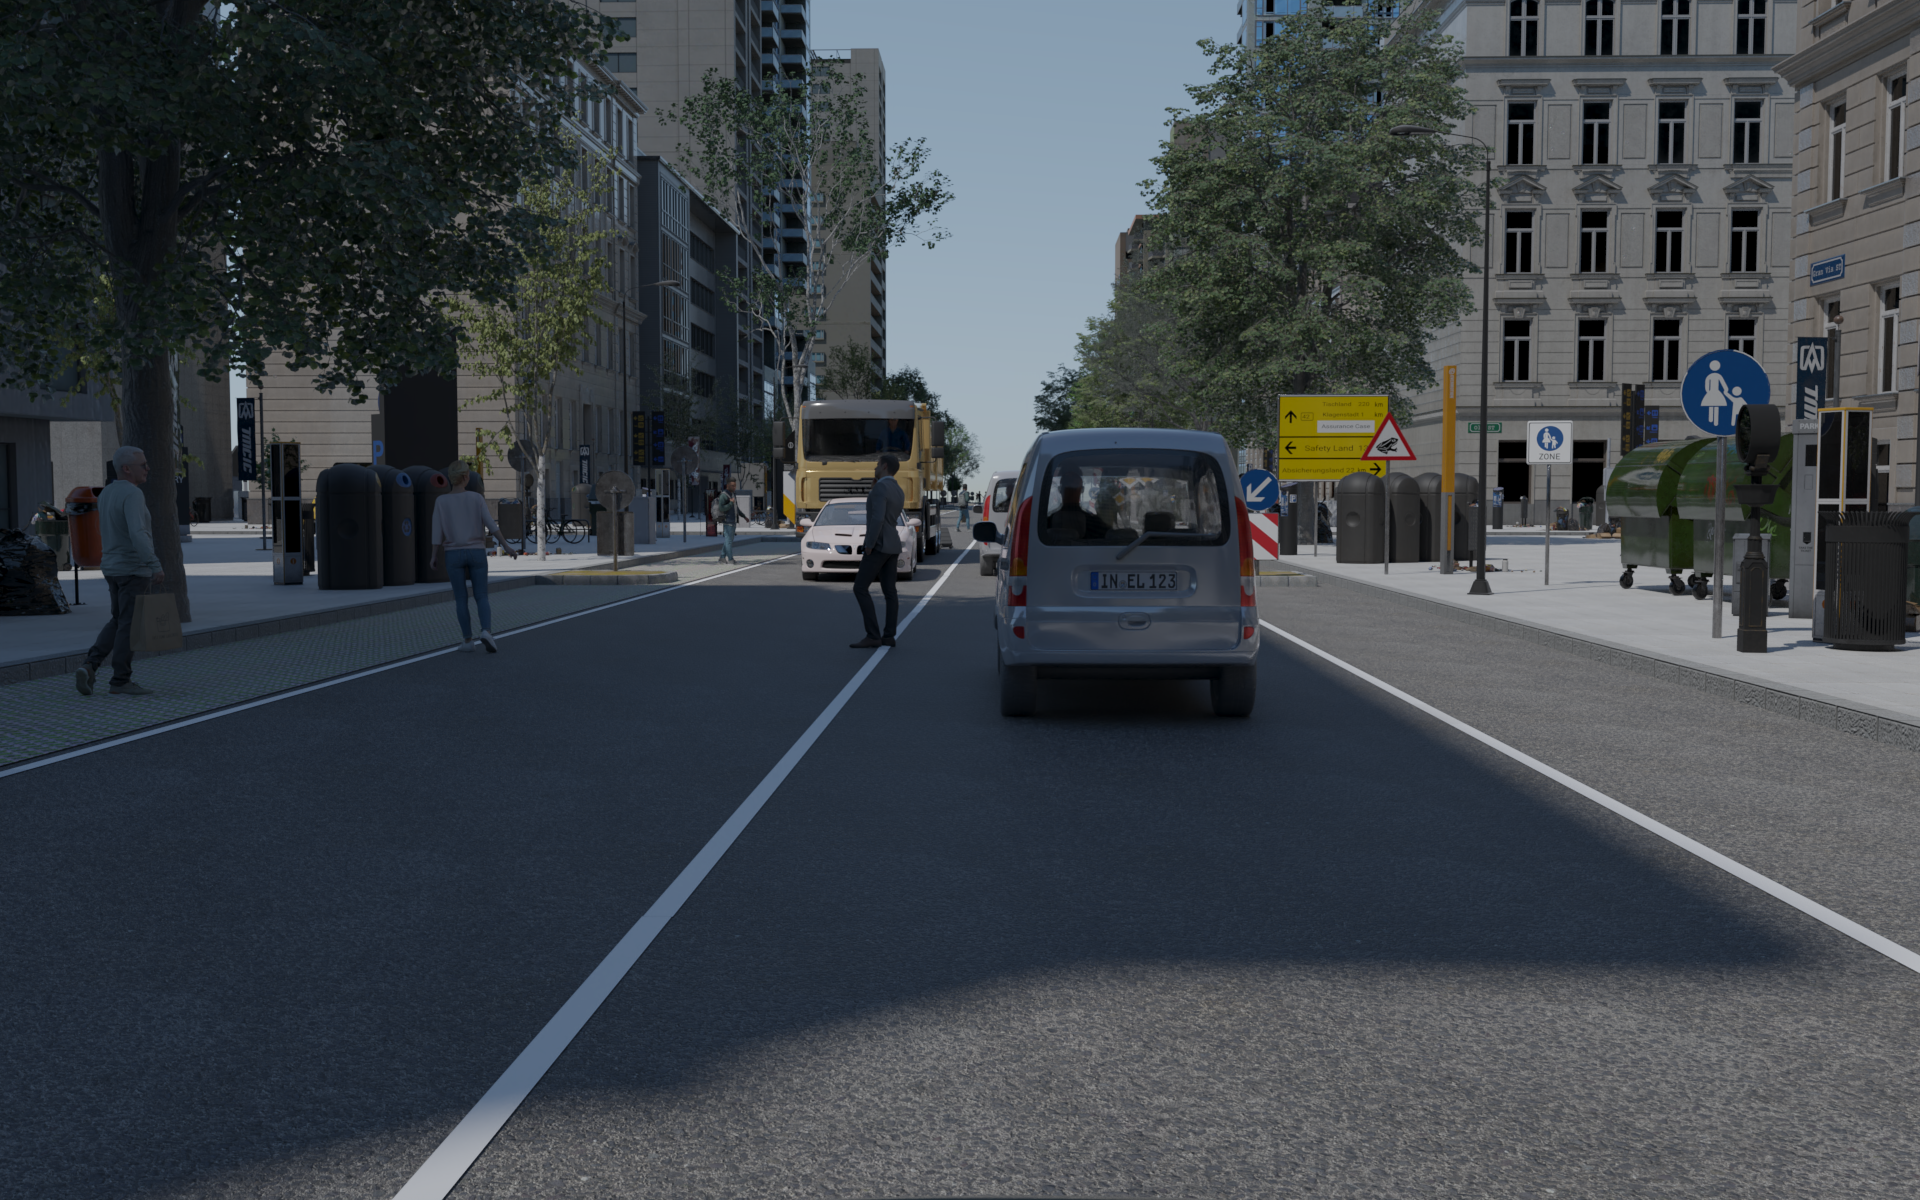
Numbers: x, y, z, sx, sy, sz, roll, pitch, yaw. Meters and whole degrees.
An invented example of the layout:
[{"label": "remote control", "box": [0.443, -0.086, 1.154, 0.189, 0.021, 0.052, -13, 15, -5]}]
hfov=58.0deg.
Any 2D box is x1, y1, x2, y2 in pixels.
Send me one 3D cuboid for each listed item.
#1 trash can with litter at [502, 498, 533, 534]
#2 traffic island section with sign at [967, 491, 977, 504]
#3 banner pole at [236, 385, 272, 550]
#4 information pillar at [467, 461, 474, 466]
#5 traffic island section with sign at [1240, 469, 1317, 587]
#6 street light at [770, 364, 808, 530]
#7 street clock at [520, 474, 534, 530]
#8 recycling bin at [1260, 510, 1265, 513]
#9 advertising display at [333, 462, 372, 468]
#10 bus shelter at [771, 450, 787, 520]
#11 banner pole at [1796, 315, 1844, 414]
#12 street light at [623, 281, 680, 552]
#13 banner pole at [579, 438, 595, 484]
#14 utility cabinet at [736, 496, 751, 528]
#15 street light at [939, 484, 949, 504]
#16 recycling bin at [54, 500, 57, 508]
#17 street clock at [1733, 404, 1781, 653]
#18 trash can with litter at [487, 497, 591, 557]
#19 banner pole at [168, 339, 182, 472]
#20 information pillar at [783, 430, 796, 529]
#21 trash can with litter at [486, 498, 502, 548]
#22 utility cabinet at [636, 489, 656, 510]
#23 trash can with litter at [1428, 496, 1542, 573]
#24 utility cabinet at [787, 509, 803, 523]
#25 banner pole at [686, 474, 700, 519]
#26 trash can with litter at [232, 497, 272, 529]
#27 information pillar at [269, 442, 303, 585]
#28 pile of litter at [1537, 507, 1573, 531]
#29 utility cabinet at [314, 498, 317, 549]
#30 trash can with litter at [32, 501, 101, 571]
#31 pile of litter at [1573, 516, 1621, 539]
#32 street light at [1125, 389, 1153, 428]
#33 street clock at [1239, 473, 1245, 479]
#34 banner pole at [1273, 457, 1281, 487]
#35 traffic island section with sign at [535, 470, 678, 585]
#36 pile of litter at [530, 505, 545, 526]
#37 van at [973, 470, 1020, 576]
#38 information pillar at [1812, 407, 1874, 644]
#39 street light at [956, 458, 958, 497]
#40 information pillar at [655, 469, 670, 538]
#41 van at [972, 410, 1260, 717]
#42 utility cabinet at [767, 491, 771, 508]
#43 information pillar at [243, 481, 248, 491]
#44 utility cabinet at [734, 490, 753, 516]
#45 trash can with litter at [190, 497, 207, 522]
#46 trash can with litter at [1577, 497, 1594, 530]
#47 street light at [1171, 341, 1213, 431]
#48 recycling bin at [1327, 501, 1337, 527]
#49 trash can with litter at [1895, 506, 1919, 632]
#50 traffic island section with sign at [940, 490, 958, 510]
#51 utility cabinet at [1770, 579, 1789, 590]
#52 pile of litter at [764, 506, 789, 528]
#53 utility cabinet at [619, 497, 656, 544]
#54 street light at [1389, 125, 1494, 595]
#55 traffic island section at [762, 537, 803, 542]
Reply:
[{"label": "trash can with litter", "box": [-13.629, -2.550, 53.079, 1.055, 1.170, 0.624, 1, 4, 12]}, {"label": "traffic island section with sign", "box": [2.009, -15.999, 270.216, 1.989, 1.847, 2.006, 0, 4, 2]}, {"label": "banner pole", "box": [-16.113, -3.027, 39.508, 0.863, 3.779, 0.401, 1, 4, 11]}, {"label": "information pillar", "box": [-10.848, -2.059, 38.164, 0.304, 2.012, 0.304, -1, 4, -13]}, {"label": "traffic island section with sign", "box": [4.567, -1.170, 27.757, 1.989, 1.847, 2.006, 0, 4, 2]}, {"label": "street light", "box": [-6.129, -5.485, 62.216, 1.470, 5.913, 1.316, 0, 4, 2]}, {"label": "street clock", "box": [-15.435, -3.498, 61.758, 0.358, 2.002, 0.471, 2, 4, 30]}, {"label": "recycling bin", "box": [14.270, -4.145, 80.325, 0.722, 1.027, 0.722, 2, 4, 26]}, {"label": "advertising display", "box": [-12.211, -1.832, 35.162, 0.974, 1.923, 0.123, 0, 4, 1]}, {"label": "bus shelter", "box": [-8.351, -5.929, 88.215, 1.731, 3.624, 6.357, 0, 4, 2]}, {"label": "banner pole", "box": [12.081, -2.099, 24.334, 0.863, 3.779, 0.401, -1, 4, -9]}, {"label": "street light", "box": [-6.782, -3.995, 37.858, 1.470, 5.913, 1.316, 0, 4, 2]}, {"label": "banner pole", "box": [-16.549, -5.333, 77.209, 0.863, 3.779, 0.401, -1, 4, -12]}, {"label": "utility cabinet", "box": [-8.507, -3.351, 65.945, 1.020, 1.237, 0.306, 0, 4, 1]}, {"label": "street light", "box": [-1.795, -13.722, 196.902, 1.470, 5.913, 1.316, 0, 4, 2]}, {"label": "recycling bin", "box": [-61.120, -6.336, 116.151, 0.722, 1.027, 0.722, -1, 4, -11]}, {"label": "street clock", "box": [6.429, -0.577, 14.003, 0.358, 2.002, 0.471, 1, 4, 10]}, {"label": "trash can with litter", "box": [-8.996, -1.542, 36.271, 2.233, 1.210, 1.678, -3, 4, -37]}, {"label": "banner pole", "box": [-10.957, -2.083, 24.075, 0.401, 3.779, 0.863, 0, 4, -6]}, {"label": "information pillar", "box": [-6.234, -4.410, 63.464, 0.504, 3.616, 0.183, 2, 4, 26]}, {"label": "trash can with litter", "box": [-11.501, -1.812, 41.016, 0.624, 1.170, 1.055, 2, 4, 24]}, {"label": "utility cabinet", "box": [-14.764, -4.493, 82.132, 1.173, 1.500, 0.318, -1, 4, -10]}, {"label": "trash can with litter", "box": [8.697, -1.115, 29.287, 1.678, 1.210, 2.233, 0, 4, -6]}, {"label": "utility cabinet", "box": [-7.192, -4.046, 77.314, 1.020, 1.237, 0.306, -1, 4, -13]}, {"label": "banner pole", "box": [-13.489, -5.985, 87.865, 0.863, 3.779, 0.401, 0, 4, -6]}, {"label": "trash can with litter", "box": [-25.713, -3.244, 64.097, 2.233, 1.210, 1.678, -1, 4, -11]}, {"label": "information pillar", "box": [-9.499, -1.220, 24.435, 0.304, 2.012, 0.304, 3, 4, 39]}, {"label": "pile of litter", "box": [21.116, -2.856, 60.657, 1.176, 0.858, 1.719, -3, 5, -44]}, {"label": "utility cabinet", "box": [-14.561, -1.794, 40.486, 0.306, 1.237, 1.020, 2, 4, 32]}, {"label": "trash can with litter", "box": [-14.894, -1.076, 28.977, 1.055, 1.170, 0.624, -3, 4, -38]}, {"label": "pile of litter", "box": [18.780, -2.188, 49.744, 1.176, 0.858, 1.719, -2, 4, -33]}, {"label": "street light", "box": [7.825, -6.289, 75.358, 1.470, 5.913, 1.316, 0, 4, 2]}, {"label": "street clock", "box": [9.844, -3.388, 59.972, 0.358, 2.002, 0.471, -2, 4, -35]}, {"label": "banner pole", "box": [18.949, -6.952, 103.677, 0.863, 3.779, 0.401, 0, 4, 4]}, {"label": "traffic island section with sign", "box": [-5.650, -1.188, 28.047, 1.989, 1.847, 2.006, 0, 4, 2]}, {"label": "pile of litter", "box": [-17.595, -3.473, 70.753, 1.176, 0.858, 1.719, 2, 4, 30]}, {"label": "van", "box": [1.218, -1.507, 31.648, 2.013, 2.044, 4.112, 0, 4, 2]}, {"label": "information pillar", "box": [7.563, -0.634, 14.852, 0.304, 2.012, 0.304, -1, 4, -18]}, {"label": "street light", "box": [-1.010, -15.174, 220.632, 1.470, 5.913, 1.316, 0, 4, 2]}, {"label": "information pillar", "box": [-8.695, -2.824, 50.663, 0.304, 2.012, 0.304, 3, 5, 40]}, {"label": "van", "box": [1.091, -0.337, 12.527, 2.013, 2.044, 4.112, 0, 4, 1]}, {"label": "utility cabinet", "box": [-14.400, -7.594, 132.846, 0.318, 1.500, 1.173, 2, 4, 25]}, {"label": "information pillar", "box": [-49.292, -7.836, 119.473, 0.183, 3.616, 0.504, 0, 4, 6]}, {"label": "utility cabinet", "box": [-11.172, -4.869, 88.288, 1.173, 1.500, 0.318, -1, 4, -14]}, {"label": "trash can with litter", "box": [-34.634, -4.100, 78.430, 1.055, 1.170, 0.624, 2, 4, 28]}, {"label": "trash can with litter", "box": [22.457, -3.118, 62.366, 0.624, 1.170, 1.055, 1, 4, 10]}, {"label": "street light", "box": [7.044, -4.876, 52.270, 1.470, 5.913, 1.316, 0, 4, 2]}, {"label": "recycling bin", "box": [14.752, -3.351, 67.346, 0.722, 1.027, 0.722, -2, 4, -26]}, {"label": "trash can with litter", "box": [9.097, -0.307, 16.400, 0.624, 1.170, 1.055, 3, 5, 42]}, {"label": "traffic island section with sign", "box": [-1.458, -9.296, 160.624, 1.989, 1.847, 2.006, 0, 4, 2]}, {"label": "utility cabinet", "box": [11.101, -0.763, 23.645, 0.306, 1.237, 1.020, -2, 4, -23]}, {"label": "pile of litter", "box": [-6.864, -3.139, 65.285, 1.176, 0.858, 1.719, 1, 4, 9]}, {"label": "utility cabinet", "box": [-8.303, -2.043, 44.561, 1.020, 1.237, 0.306, 2, 4, 30]}, {"label": "street light", "box": [6.110, -3.023, 21.974, 1.470, 5.913, 1.316, 0, 4, 2]}, {"label": "traffic island section", "box": [-4.863, -1.865, 52.777, 2.009, 0.180, 2.903, 0, 4, 2]}]
